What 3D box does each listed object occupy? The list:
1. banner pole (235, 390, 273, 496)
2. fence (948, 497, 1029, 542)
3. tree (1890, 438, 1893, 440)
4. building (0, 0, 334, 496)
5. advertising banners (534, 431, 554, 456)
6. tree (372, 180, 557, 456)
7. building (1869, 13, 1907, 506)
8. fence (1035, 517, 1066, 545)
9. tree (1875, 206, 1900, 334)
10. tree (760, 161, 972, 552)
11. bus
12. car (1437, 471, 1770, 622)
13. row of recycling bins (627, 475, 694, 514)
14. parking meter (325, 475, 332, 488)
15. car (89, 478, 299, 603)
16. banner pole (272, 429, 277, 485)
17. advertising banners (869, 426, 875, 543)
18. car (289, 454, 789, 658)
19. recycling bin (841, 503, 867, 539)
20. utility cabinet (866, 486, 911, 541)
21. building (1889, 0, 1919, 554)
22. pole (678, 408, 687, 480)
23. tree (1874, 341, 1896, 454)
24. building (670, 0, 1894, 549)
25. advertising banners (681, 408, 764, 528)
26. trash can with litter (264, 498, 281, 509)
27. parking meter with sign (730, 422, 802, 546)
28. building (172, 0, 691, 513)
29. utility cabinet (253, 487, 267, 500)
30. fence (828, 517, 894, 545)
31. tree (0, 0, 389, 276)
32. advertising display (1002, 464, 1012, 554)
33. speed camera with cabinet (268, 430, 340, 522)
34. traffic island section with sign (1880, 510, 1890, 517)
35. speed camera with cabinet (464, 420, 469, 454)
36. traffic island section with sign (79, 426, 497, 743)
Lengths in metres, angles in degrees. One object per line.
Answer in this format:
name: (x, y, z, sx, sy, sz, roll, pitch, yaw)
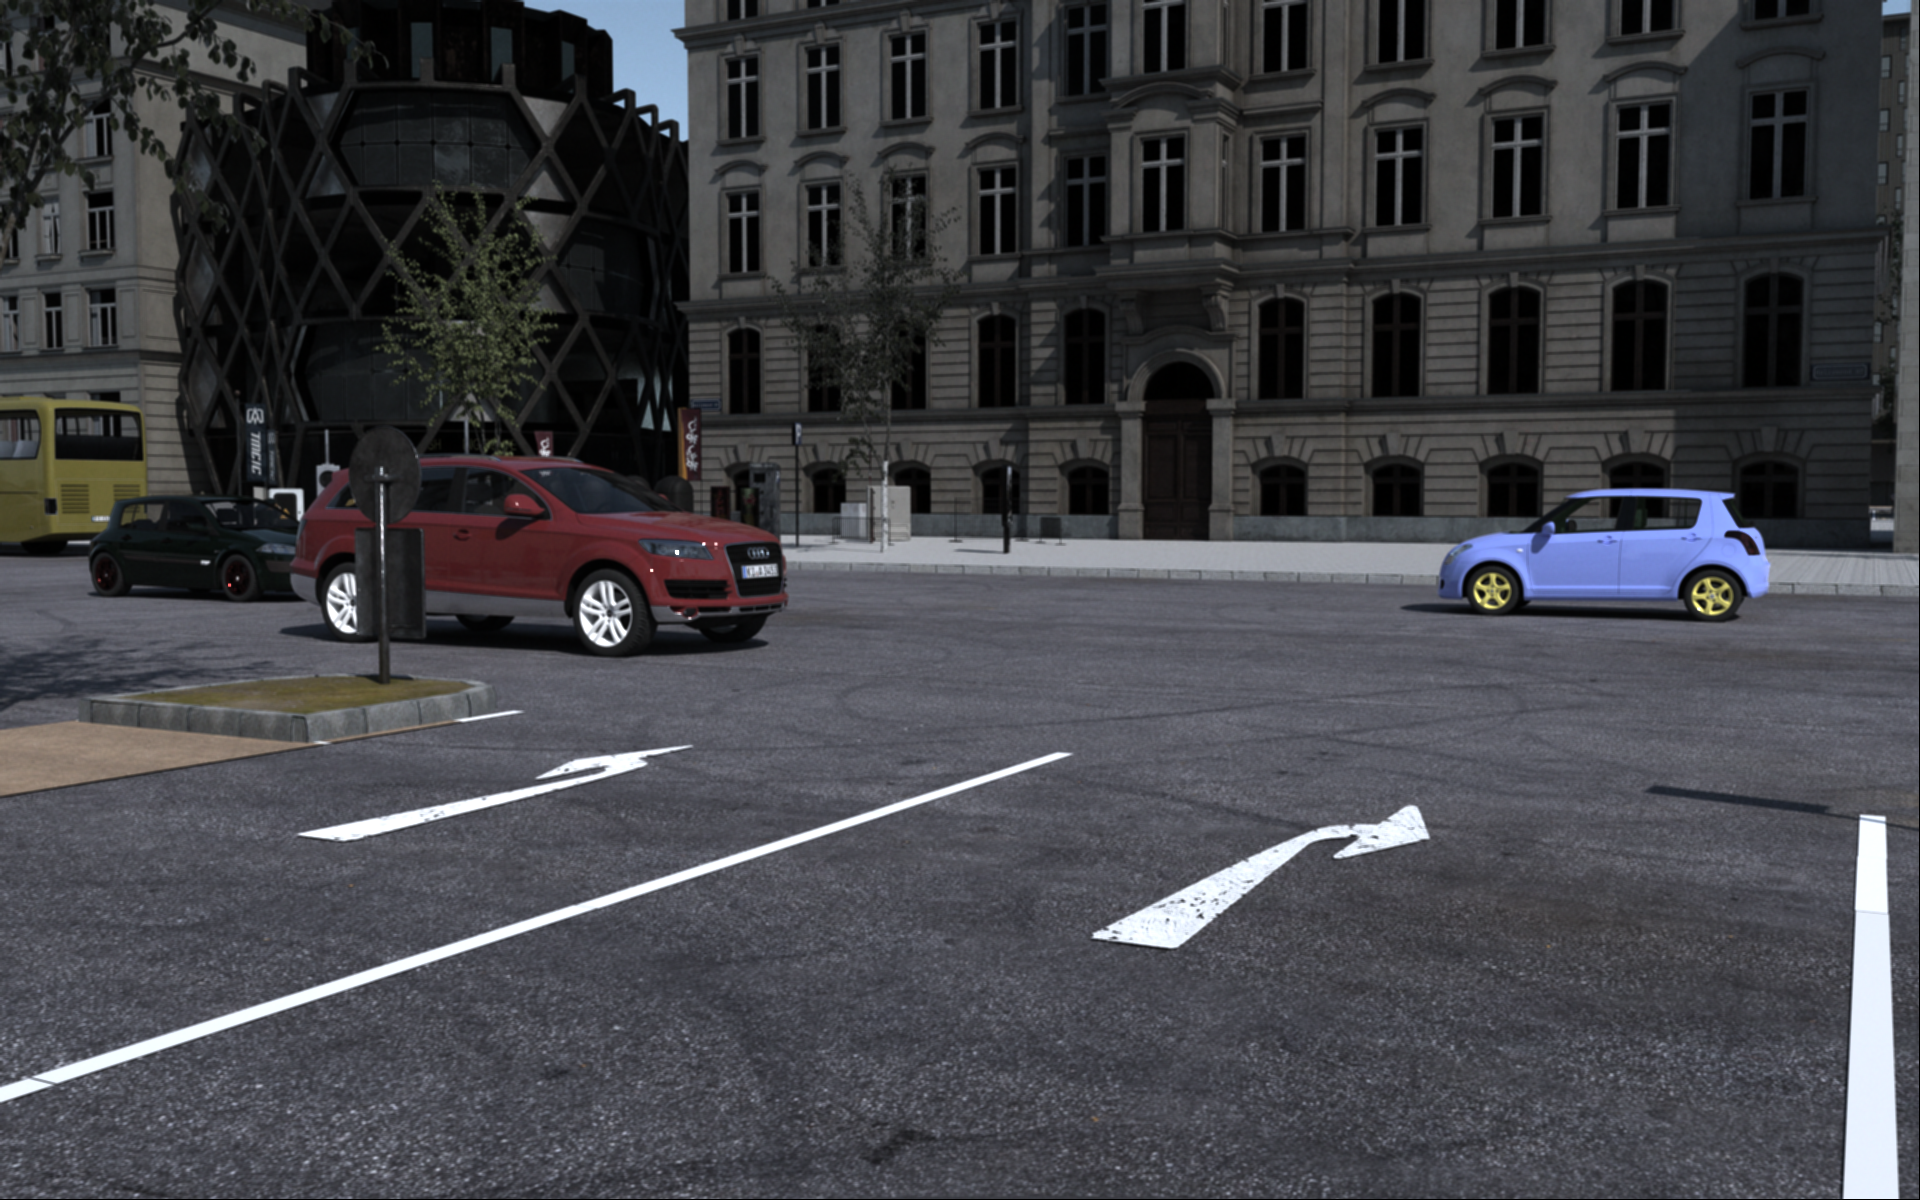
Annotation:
banner pole: (-17.214, -3.177, 41.969, 0.863, 3.779, 0.401, -2, 4, -25)
fence: (0.789, -2.183, 46.894, 2.264, 1.192, 0.480, -2, 4, -30)
tree: (82.782, -13.516, 146.744, 9.928, 11.665, 9.643, 0, 3, 0)
building: (-39.913, -14.942, 77.590, 30.059, 22.955, 16.112, 2, 4, 28)
advertising banners: (-10.763, -3.178, 48.141, 2.074, 3.025, 0.090, -1, 4, -21)
tree: (-11.186, -5.501, 40.309, 4.737, 8.622, 4.395, 0, 3, 0)
building: (100.962, -36.815, 191.158, 27.495, 52.752, 28.713, 2, 4, 28)
fence: (2.335, -1.795, 44.726, 0.278, 0.683, 2.069, -1, 4, -12)
tree: (57.004, -14.794, 97.764, 12.611, 20.169, 13.585, 0, 3, 0)
tree: (-1.891, -5.357, 37.958, 4.360, 8.622, 3.978, 0, 3, 0)
bus: (-24.989, -3.098, 42.196, 12.252, 3.916, 2.896, 2, 4, 27)
car: (7.601, -0.672, 20.581, 3.694, 1.707, 1.945, 2, 4, 26)
row of recycling bins: (-7.623, -1.901, 38.195, 3.534, 1.692, 1.069, -1, 4, -22)
parking meter: (-18.816, -2.832, 52.020, 0.399, 1.863, 0.255, 0, 4, -2)
car: (-10.251, -0.877, 24.119, 4.222, 1.686, 2.009, 2, 4, 27)
banner pole: (-23.488, -4.214, 58.924, 0.863, 3.779, 0.401, 3, 4, 36)
advertising banners: (-2.316, -3.007, 45.354, 0.090, 3.025, 2.074, 0, 3, 0)
car: (-4.092, -0.496, 16.777, 5.304, 1.827, 2.281, 2, 4, 28)
recycling bin: (-2.928, -2.258, 49.468, 0.722, 1.027, 0.722, 2, 4, 32)
utility cabinet: (-1.949, -2.361, 47.281, 1.173, 1.500, 0.318, -1, 4, -14)
building: (30.032, -11.177, 37.499, 16.860, 20.320, 10.420, 2, 4, 28)
pole: (-6.559, -2.885, 41.018, 0.158, 3.312, 0.155, 0, 3, 0)
tree: (70.269, -13.316, 124.365, 9.857, 13.997, 8.962, 0, 3, 0)
building: (8.574, -14.242, 51.942, 34.723, 24.649, 14.460, 2, 4, 28)
advertising banners: (-4.805, -2.366, 34.868, 2.074, 3.025, 0.090, 2, 4, 31)
trash can with litter: (-18.879, -2.160, 46.700, 0.624, 1.170, 1.055, 2, 4, 29)
parking meter with sign: (-4.789, -2.825, 42.455, 1.738, 3.016, 0.543, 1, 4, 11)
building: (-19.082, -12.205, 66.998, 16.811, 18.784, 16.820, 2, 4, 28)
utility cabinet: (-21.665, -2.753, 53.696, 0.318, 1.500, 1.173, -1, 4, -17)
fence: (-2.520, -1.755, 44.069, 2.069, 0.683, 0.278, 3, 5, 40)
tree: (-4.954, -3.416, 8.671, 4.360, 8.622, 3.978, 0, 3, 0)
advertising display: (1.025, -1.986, 37.677, 0.123, 1.923, 0.974, 0, 4, 8)
speed camera with cabinet: (-20.012, -3.579, 52.853, 2.038, 3.252, 0.660, -1, 4, -23)
traffic island section with sign: (59.811, -6.221, 110.348, 1.989, 1.847, 2.006, 2, 4, 28)
speed camera with cabinet: (-13.786, -3.184, 46.401, 2.038, 3.252, 0.660, 3, 4, 37)
traffic island section with sign: (-4.160, -0.186, 11.174, 2.006, 1.907, 1.989, 2, 4, 28)
